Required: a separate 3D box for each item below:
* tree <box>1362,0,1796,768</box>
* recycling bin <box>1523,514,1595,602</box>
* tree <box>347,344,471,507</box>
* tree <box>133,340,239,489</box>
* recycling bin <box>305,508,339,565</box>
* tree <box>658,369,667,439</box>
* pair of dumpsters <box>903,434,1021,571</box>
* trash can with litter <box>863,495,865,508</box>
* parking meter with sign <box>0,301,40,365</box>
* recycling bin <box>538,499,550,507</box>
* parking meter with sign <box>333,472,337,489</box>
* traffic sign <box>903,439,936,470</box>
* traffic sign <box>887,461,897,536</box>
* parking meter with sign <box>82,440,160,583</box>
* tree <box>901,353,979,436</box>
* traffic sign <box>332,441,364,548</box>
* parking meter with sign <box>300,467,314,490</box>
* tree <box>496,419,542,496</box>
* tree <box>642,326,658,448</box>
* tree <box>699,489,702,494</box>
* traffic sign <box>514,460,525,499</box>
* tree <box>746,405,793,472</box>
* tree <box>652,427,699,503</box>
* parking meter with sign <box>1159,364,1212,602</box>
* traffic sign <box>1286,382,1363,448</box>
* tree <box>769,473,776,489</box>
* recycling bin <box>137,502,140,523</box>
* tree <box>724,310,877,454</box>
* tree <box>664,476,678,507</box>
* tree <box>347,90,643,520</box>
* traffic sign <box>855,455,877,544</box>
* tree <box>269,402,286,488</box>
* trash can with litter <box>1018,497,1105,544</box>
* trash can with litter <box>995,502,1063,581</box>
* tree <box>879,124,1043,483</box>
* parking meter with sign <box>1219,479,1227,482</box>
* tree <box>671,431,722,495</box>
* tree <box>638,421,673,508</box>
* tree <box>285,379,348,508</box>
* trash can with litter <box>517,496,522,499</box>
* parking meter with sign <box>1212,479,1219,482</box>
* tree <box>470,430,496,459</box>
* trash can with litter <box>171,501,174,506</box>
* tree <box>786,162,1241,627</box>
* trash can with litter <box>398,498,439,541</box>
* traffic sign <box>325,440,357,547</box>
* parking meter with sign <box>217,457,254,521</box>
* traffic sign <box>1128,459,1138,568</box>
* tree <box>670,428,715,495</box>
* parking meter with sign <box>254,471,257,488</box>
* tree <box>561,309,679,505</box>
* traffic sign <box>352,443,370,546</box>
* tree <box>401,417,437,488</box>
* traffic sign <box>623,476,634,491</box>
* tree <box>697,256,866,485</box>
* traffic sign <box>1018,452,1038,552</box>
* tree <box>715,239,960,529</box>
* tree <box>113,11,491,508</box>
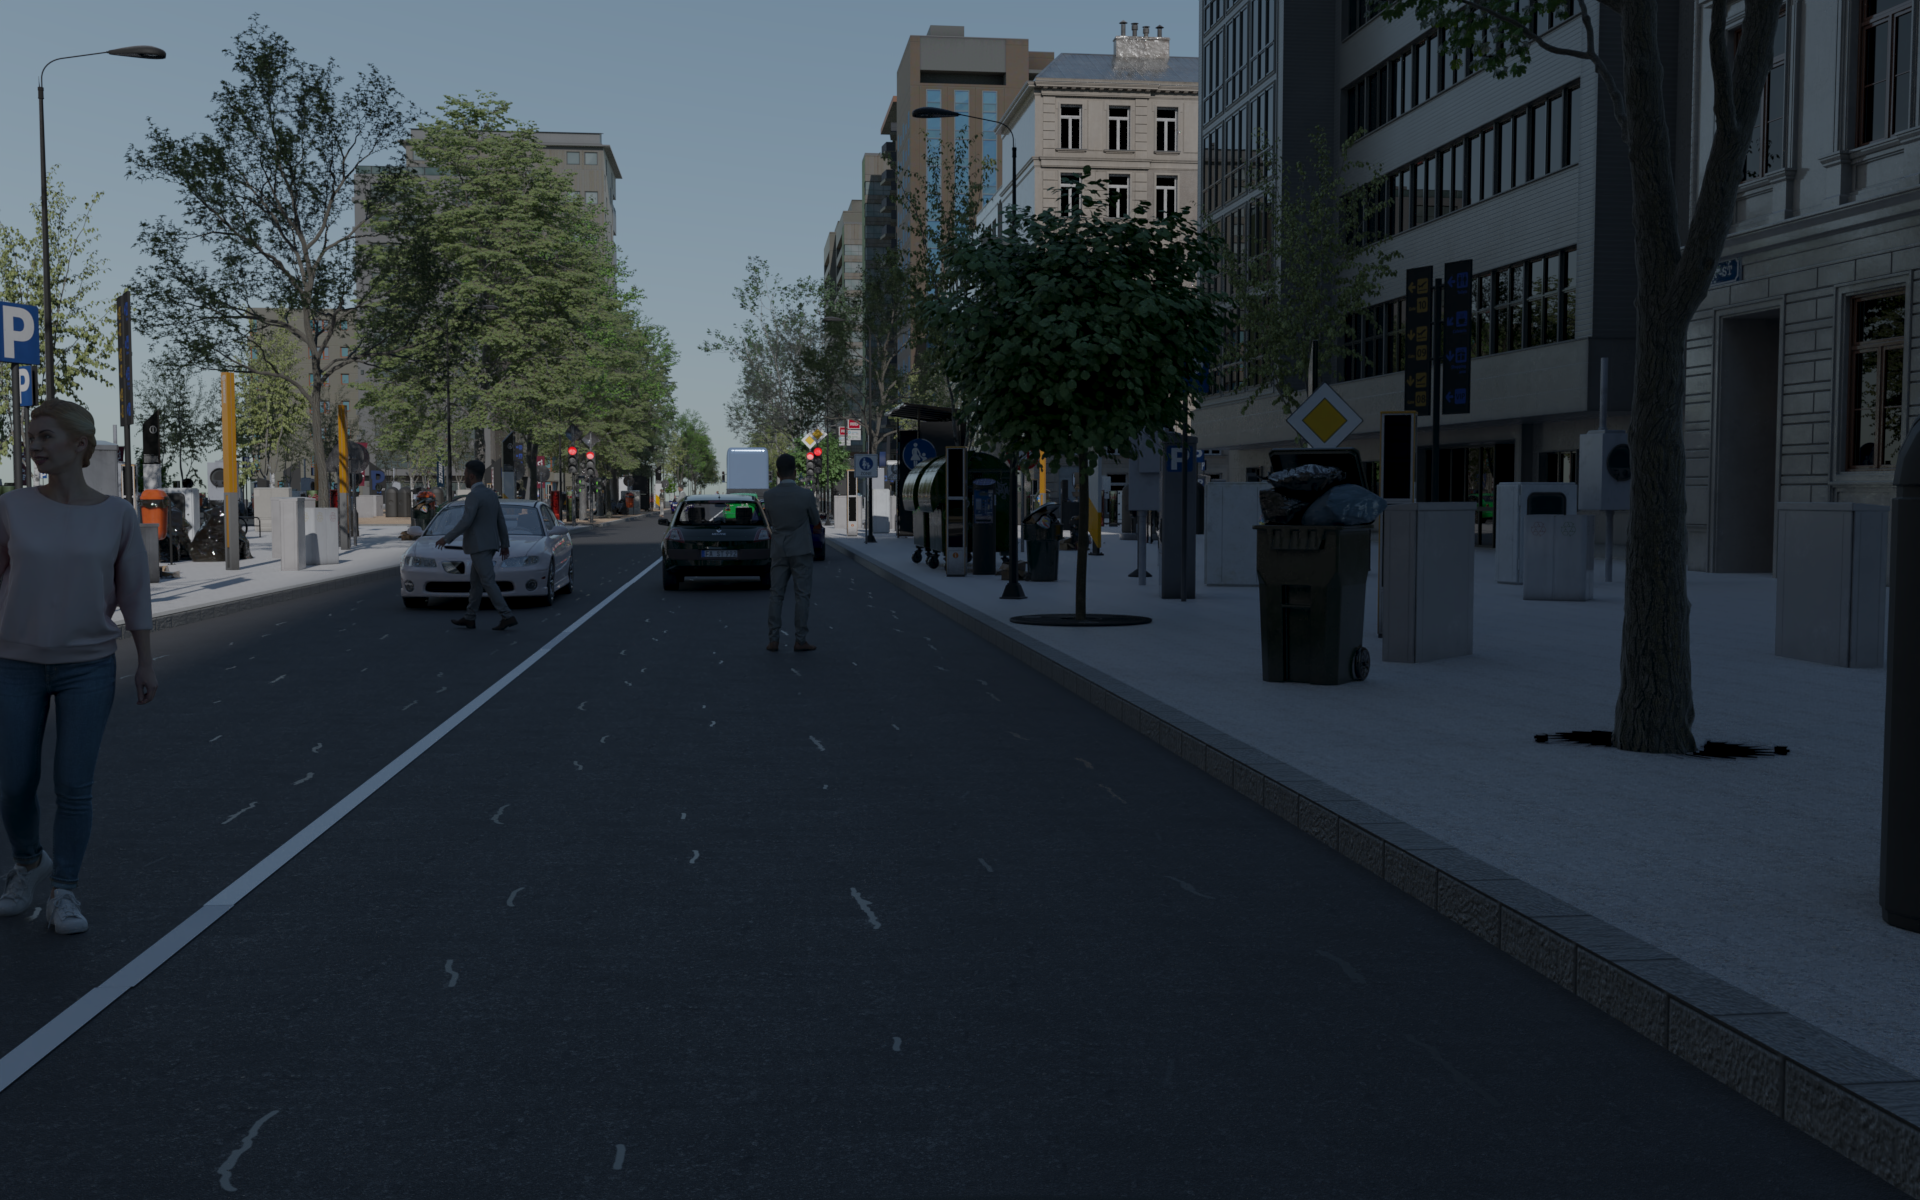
[{"bbox_3d":[3.671,-5.058,8.449,9.928,11.665,9.643,0,3,0],"label":"tree"},{"bbox_3d":[7.289,-0.521,21.073,0.722,1.027,0.722,2,4,28],"label":"recycling bin"},{"bbox_3d":[-25.908,-8.028,81.613,4.360,8.622,3.978,0,3,0],"label":"tree"},{"bbox_3d":[-37.417,-8.164,83.848,4.360,8.622,3.978,0,3,0],"label":"tree"},{"bbox_3d":[-11.823,-1.159,31.512,0.722,1.027,0.722,1,4,19],"label":"recycling bin"},{"bbox_3d":[-20.583,-11.174,100.818,7.486,12.596,7.792,0,3,0],"label":"tree"},{"bbox_3d":[-0.009,-1.687,30.080,1.574,2.255,4.437,0,4,-7],"label":"pair of dumpsters"},{"bbox_3d":[-8.076,-8.664,153.050,1.055,1.170,0.624,1,4,9],"label":"trash can with litter"},{"bbox_3d":[-9.450,-1.211,16.057,1.738,3.016,0.543,1,4,11],"label":"parking meter with sign"},{"bbox_3d":[-21.711,-4.810,91.204,0.722,1.027,0.722,2,4,35],"label":"recycling bin"},{"bbox_3d":[-40.921,-7.194,113.881,0.543,3.016,1.738,0,4,-4],"label":"parking meter with sign"},{"bbox_3d":[-0.929,-2.432,39.869,0.768,2.556,0.104,0,4,-1],"label":"traffic sign"},{"bbox_3d":[-1.940,-3.124,53.205,0.606,2.300,0.079,0,4,1],"label":"traffic sign"},{"bbox_3d":[-12.216,-1.716,24.321,0.543,3.016,1.738,3,4,38],"label":"parking meter with sign"},{"bbox_3d":[-1.042,-8.741,93.271,4.360,8.622,3.978,0,3,0],"label":"tree"},{"bbox_3d":[-14.646,-2.529,41.458,0.768,2.556,0.104,0,4,1],"label":"traffic sign"},{"bbox_3d":[-42.870,-7.177,113.608,1.738,3.016,0.543,2,4,29],"label":"parking meter with sign"},{"bbox_3d":[-36.990,-11.937,145.531,4.360,8.622,3.978,0,3,0],"label":"tree"},{"bbox_3d":[-18.797,-10.154,84.147,7.486,12.596,7.792,0,3,0],"label":"tree"},{"bbox_3d":[-44.808,-21.337,299.225,4.737,8.622,4.395,0,3,0],"label":"tree"},{"bbox_3d":[-16.746,-3.981,65.200,0.768,2.556,0.104,0,4,0],"label":"traffic sign"},{"bbox_3d":[-23.483,-18.389,218.793,7.486,12.596,7.792,0,3,0],"label":"tree"},{"bbox_3d":[-32.059,-14.700,190.710,4.737,8.622,4.395,0,3,0],"label":"tree"},{"bbox_3d":[2.713,-1.538,21.405,0.543,3.016,1.738,0,4,3],"label":"parking meter with sign"},{"bbox_3d":[3.749,-1.021,17.885,0.795,2.450,0.064,0,4,1],"label":"traffic sign"},{"bbox_3d":[-6.707,-6.008,81.945,4.285,4.588,4.351,0,3,0],"label":"tree"},{"bbox_3d":[-26.954,-2.665,56.134,0.722,1.027,0.722,3,4,36],"label":"recycling bin"},{"bbox_3d":[-10.527,-12.555,115.638,12.009,13.543,11.850,0,3,0],"label":"tree"},{"bbox_3d":[-28.055,-10.520,166.603,1.663,3.219,1.824,0,3,0],"label":"tree"},{"bbox_3d":[-13.318,-8.024,49.320,7.486,12.596,7.792,0,3,0],"label":"tree"},{"bbox_3d":[-2.406,-2.585,44.393,0.606,2.300,0.079,0,4,-6],"label":"traffic sign"},{"bbox_3d":[-46.224,-10.353,119.641,4.360,8.622,3.978,0,3,0],"label":"tree"},{"bbox_3d":[2.530,-2.056,44.667,2.233,1.210,1.678,1,4,17],"label":"trash can with litter"},{"bbox_3d":[0.997,-0.866,25.549,1.055,1.170,0.624,3,4,36],"label":"trash can with litter"},{"bbox_3d":[0.184,-5.166,34.822,4.737,8.622,4.395,0,3,0],"label":"tree"},{"bbox_3d":[13.173,-5.611,88.002,1.738,3.016,0.543,-1,4,-11],"label":"parking meter with sign"},{"bbox_3d":[-44.297,-22.821,290.122,9.611,12.733,9.660,0,3,0],"label":"tree"},{"bbox_3d":[-28.555,-12.902,161.307,4.360,8.622,3.978,0,3,0],"label":"tree"},{"bbox_3d":[-39.673,-9.724,109.357,4.360,8.622,3.978,0,3,0],"label":"tree"},{"bbox_3d":[-29.417,-6.314,114.620,1.055,1.170,0.624,3,5,40],"label":"trash can with litter"},{"bbox_3d":[9.340,-4.296,66.493,0.543,3.016,1.738,2,4,25],"label":"parking meter with sign"},{"bbox_3d":[-34.583,-10.338,119.393,4.360,8.622,3.978,0,3,0],"label":"tree"},{"bbox_3d":[-19.999,-1.976,43.697,0.624,1.170,1.055,-2,4,-35],"label":"trash can with litter"},{"bbox_3d":[1.152,-2.051,17.243,4.285,4.588,4.351,0,3,0],"label":"tree"},{"bbox_3d":[-14.990,-2.220,47.679,1.055,1.170,0.624,1,4,18],"label":"trash can with litter"},{"bbox_3d":[-15.039,-2.565,41.935,0.884,2.594,0.081,0,4,-3],"label":"traffic sign"},{"bbox_3d":[-34.396,-5.218,81.570,1.738,3.016,0.543,0,4,5],"label":"parking meter with sign"},{"bbox_3d":[2.944,-1.725,28.305,0.768,2.556,0.104,0,4,2],"label":"traffic sign"},{"bbox_3d":[-38.098,-19.001,245.083,7.601,10.594,8.767,0,4,-8],"label":"tree"},{"bbox_3d":[-41.264,-6.435,101.466,0.543,3.016,1.738,-3,5,-40],"label":"parking meter with sign"},{"bbox_3d":[-22.336,-12.546,111.782,9.857,13.997,8.962,0,3,0],"label":"tree"},{"bbox_3d":[-15.021,-2.620,42.948,0.768,2.556,0.104,0,4,-5],"label":"traffic sign"},{"bbox_3d":[-44.599,-11.840,143.947,4.737,8.622,4.395,0,3,0],"label":"tree"},{"bbox_3d":[-22.825,-7.291,119.310,0.768,2.556,0.104,0,4,-2],"label":"traffic sign"},{"bbox_3d":[-14.082,-17.284,138.481,12.611,20.169,13.585,0,3,0],"label":"tree"},{"bbox_3d":[1.379,-2.328,38.171,0.768,2.556,0.104,0,4,-4],"label":"traffic sign"},{"bbox_3d":[-3.125,-7.893,63.467,7.601,10.594,8.767,2,4,31],"label":"tree"},{"bbox_3d":[-13.040,-6.120,34.468,7.601,10.594,8.767,-1,4,-20],"label":"tree"}]
